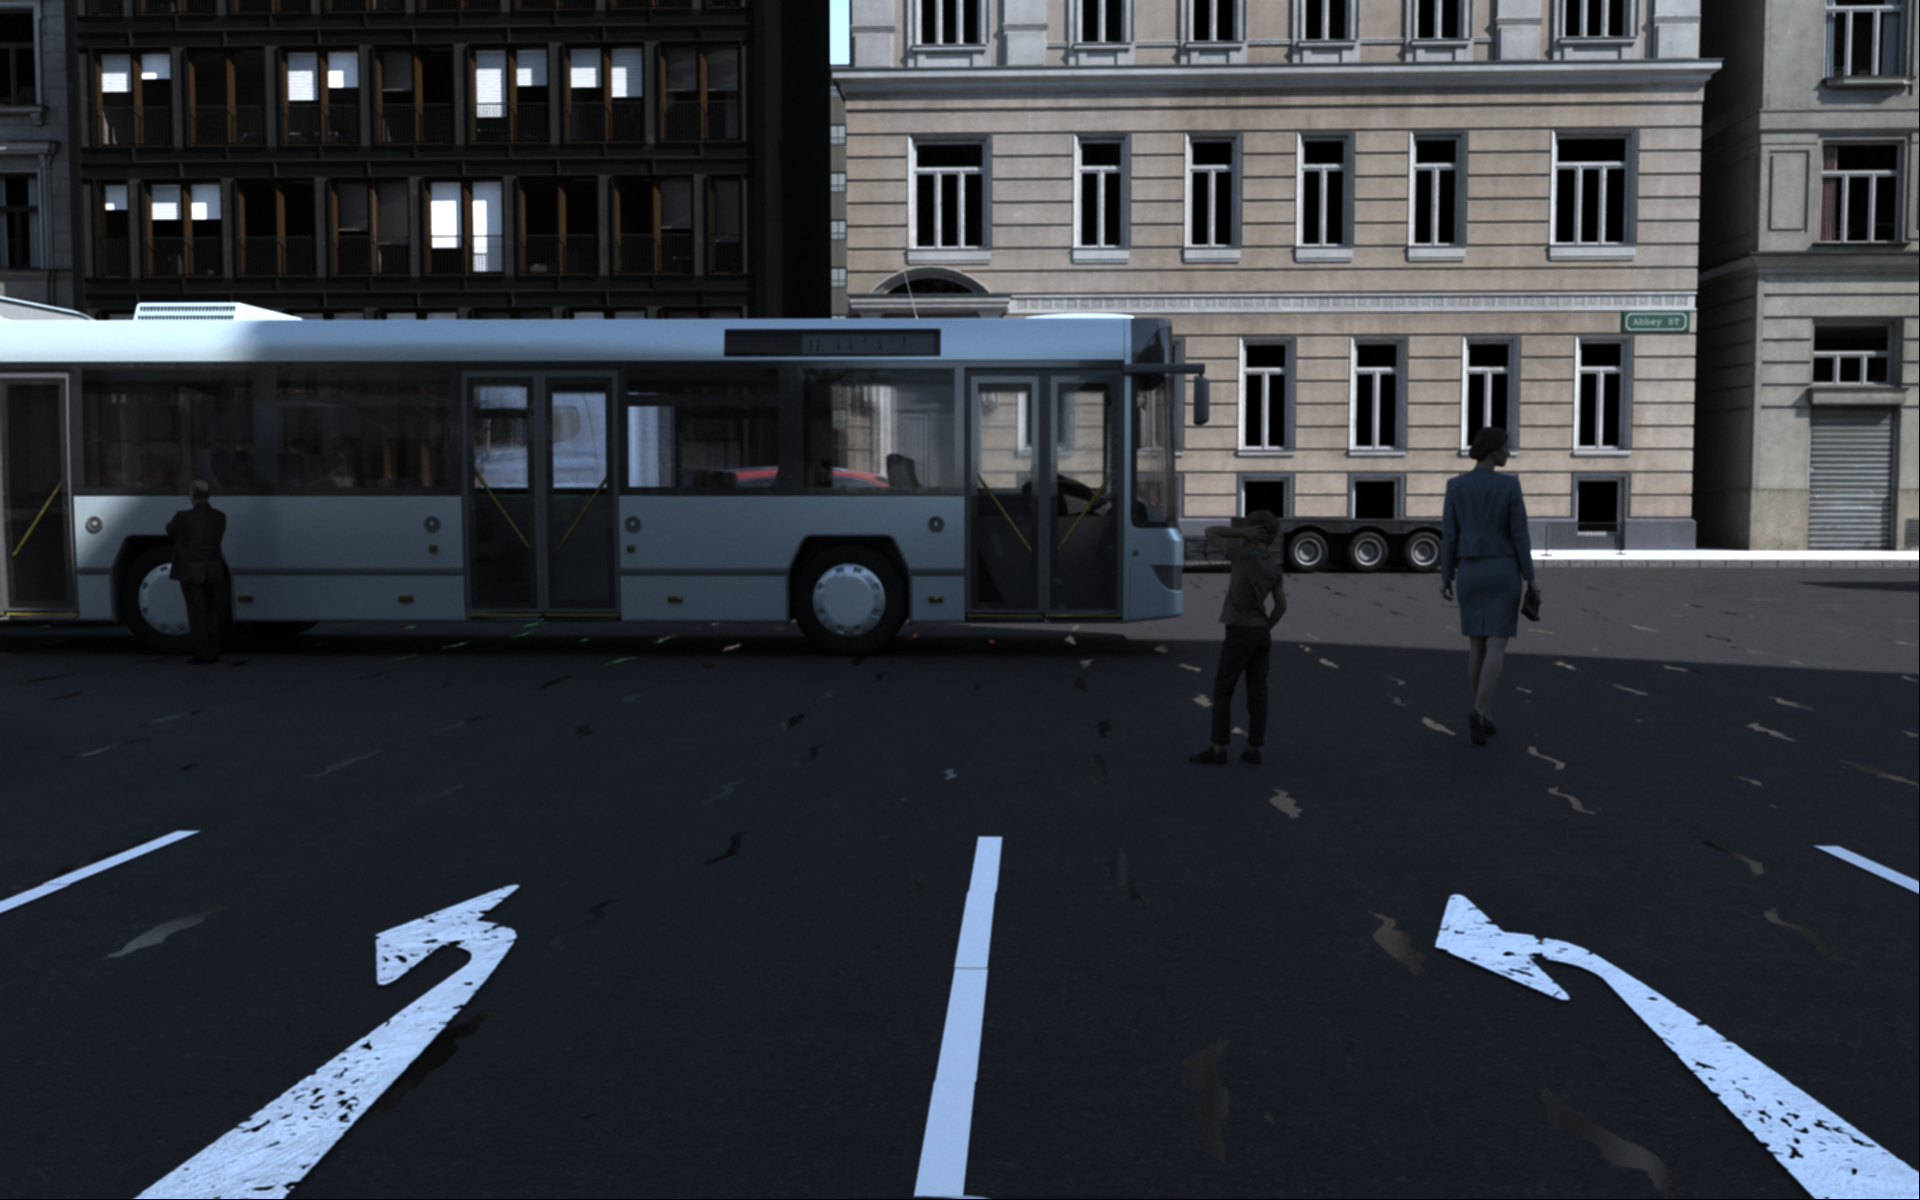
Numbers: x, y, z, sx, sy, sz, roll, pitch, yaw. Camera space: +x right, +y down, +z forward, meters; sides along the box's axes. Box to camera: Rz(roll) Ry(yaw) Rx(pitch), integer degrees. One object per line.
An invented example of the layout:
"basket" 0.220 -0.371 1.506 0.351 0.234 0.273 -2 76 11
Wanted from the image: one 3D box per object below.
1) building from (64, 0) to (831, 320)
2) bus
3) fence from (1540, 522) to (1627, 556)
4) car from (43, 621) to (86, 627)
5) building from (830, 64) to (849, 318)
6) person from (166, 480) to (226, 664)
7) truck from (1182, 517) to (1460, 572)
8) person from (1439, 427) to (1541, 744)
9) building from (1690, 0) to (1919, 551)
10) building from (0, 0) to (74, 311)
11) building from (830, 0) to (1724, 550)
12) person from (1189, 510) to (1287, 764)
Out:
"building" -11.945 -13.152 44.710 15.834 23.373 12.332 0 4 3
"bus" -3.753 -1.315 16.368 13.247 3.499 2.948 0 4 1
"fence" 13.102 -1.283 36.353 2.069 0.683 0.278 -1 4 -22
"car" -10.806 -0.424 19.507 3.894 1.354 1.945 0 4 4
"building" -16.046 -38.143 212.868 27.495 52.752 28.713 0 4 3
"person" -6.450 -0.235 14.620 0.388 1.546 0.482 3 5 40
"truck" -0.158 -2.606 32.367 18.799 4.110 2.967 0 4 1
"person" 3.037 -0.095 10.077 0.581 1.822 0.654 3 5 44
"building" 32.399 -12.956 45.107 30.059 22.955 16.112 0 4 3
"building" -40.348 -11.932 45.997 40.483 20.767 10.553 0 4 3
"building" 7.296 -15.856 45.148 20.117 28.700 13.634 0 4 3
"person" 1.487 0.193 9.257 0.435 1.345 0.340 -3 4 -36
